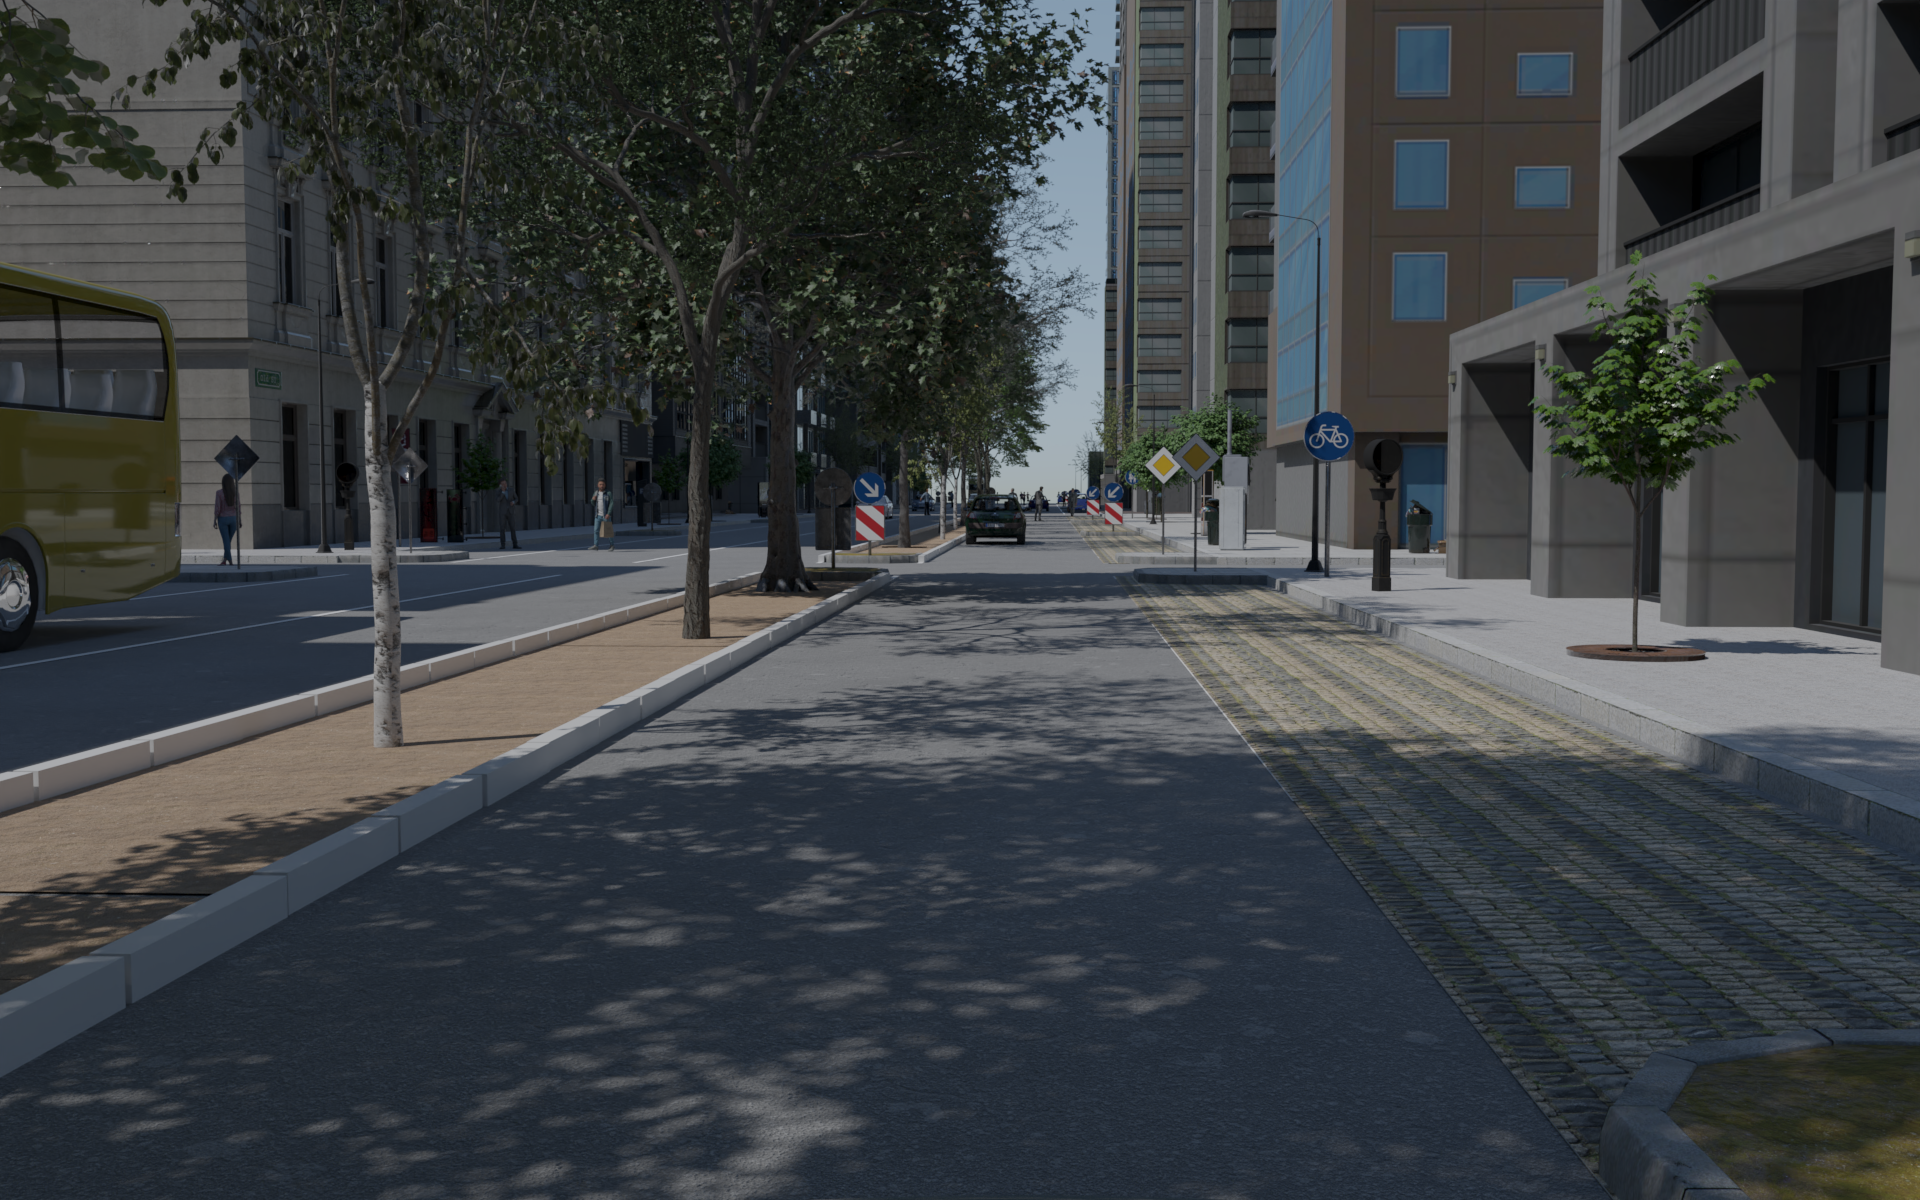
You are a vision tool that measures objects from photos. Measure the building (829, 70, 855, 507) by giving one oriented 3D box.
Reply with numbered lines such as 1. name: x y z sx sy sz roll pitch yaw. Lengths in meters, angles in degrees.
1. building: -19.993 -33.750 175.518 21.300 48.544 21.600 0 4 3

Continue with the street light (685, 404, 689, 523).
1. street light: -11.397 -6.325 75.963 1.470 5.913 1.316 0 4 3

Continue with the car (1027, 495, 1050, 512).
1. car: 6.527 -8.013 143.585 1.945 1.354 3.894 0 4 3

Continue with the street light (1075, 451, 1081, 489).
1. street light: 13.376 -13.162 187.740 1.470 5.913 1.316 0 4 3

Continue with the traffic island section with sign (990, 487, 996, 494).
1. traffic island section with sign: 1.948 -6.333 111.673 2.006 1.907 1.989 0 4 3

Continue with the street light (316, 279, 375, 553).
1. street light: -13.291 -3.972 37.485 1.470 5.913 1.316 0 4 3

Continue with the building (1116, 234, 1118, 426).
1. building: 23.310 -32.252 177.432 14.600 45.320 14.200 0 4 3

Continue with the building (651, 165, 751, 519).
1. building: -20.477 -18.452 95.196 14.314 27.812 24.014 0 4 3

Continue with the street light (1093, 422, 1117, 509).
1. street light: 9.497 -8.481 111.198 1.470 5.913 1.316 0 4 3

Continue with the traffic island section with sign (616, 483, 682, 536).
1. traffic island section with sign: -10.760 -3.152 60.159 1.989 1.847 2.006 0 4 3

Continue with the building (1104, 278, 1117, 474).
1. building: 26.222 -28.129 231.616 14.160 30.474 14.107 0 4 3

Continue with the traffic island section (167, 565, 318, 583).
1. traffic island section: -12.305 -0.442 29.506 2.009 0.180 2.903 0 4 3

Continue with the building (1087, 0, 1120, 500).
1. building: 30.307 -57.495 252.714 22.319 86.520 31.000 0 4 3

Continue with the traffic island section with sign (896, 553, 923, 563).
1. traffic island section with sign: -1.837 -1.743 36.629 2.006 1.907 1.989 0 4 3

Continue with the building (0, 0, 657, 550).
1. building: -23.127 -17.398 60.879 17.030 29.872 44.131 0 4 3

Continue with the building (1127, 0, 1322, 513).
1. building: 20.855 -30.111 142.418 14.600 45.320 14.200 0 4 3

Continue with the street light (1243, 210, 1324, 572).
1. street light: 5.324 -3.422 28.486 1.470 5.913 1.316 0 4 3

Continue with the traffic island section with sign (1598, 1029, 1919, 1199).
1. traffic island section with sign: 2.308 0.338 3.097 1.989 1.847 2.006 0 4 3

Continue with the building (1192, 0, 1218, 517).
1. building: 23.647 -33.869 95.754 21.231 58.520 28.212 0 4 3

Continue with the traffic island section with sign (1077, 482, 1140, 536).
1. traffic island section with sign: 5.144 -3.114 59.546 1.989 1.847 2.006 0 4 3

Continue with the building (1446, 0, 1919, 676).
1. building: 17.184 -35.204 13.843 20.563 71.187 20.611 0 4 3

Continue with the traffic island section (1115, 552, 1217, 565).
1. traffic island section: 4.318 -0.879 36.659 2.009 0.180 2.903 0 4 3

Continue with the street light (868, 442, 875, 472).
1. street light: -7.499 -11.012 152.593 1.470 5.913 1.316 0 4 3

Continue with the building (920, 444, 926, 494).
1. building: -16.347 -38.401 251.560 21.300 48.544 21.600 0 4 3

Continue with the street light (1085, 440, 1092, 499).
1. street light: 11.563 -10.840 149.779 1.470 5.913 1.316 0 4 3

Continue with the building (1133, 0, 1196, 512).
1. building: 19.910 -27.205 128.403 14.154 41.232 14.086 0 4 3

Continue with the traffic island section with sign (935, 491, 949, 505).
1. traffic island section with sign: -2.722 -12.878 219.185 1.989 1.847 2.006 0 4 3

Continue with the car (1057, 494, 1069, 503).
1. car: 15.078 -14.901 253.218 1.945 1.707 3.694 0 4 2

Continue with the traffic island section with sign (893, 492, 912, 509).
1. traffic island section with sign: -5.492 -9.523 164.335 1.989 1.847 2.006 0 4 3

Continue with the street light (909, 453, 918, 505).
1. street light: -5.176 -13.716 196.803 1.470 5.913 1.316 0 4 3

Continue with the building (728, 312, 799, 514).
1. building: -22.373 -41.846 122.441 20.563 71.187 20.611 0 4 3

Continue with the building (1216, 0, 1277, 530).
1. building: 16.867 -18.092 67.509 14.160 30.474 14.107 0 4 3

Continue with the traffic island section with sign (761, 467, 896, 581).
1. traffic island section with sign: -2.221 -1.290 29.232 2.006 1.907 1.989 0 4 3

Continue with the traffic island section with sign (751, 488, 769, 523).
1. traffic island section with sign: -9.396 -4.798 87.080 1.989 1.847 2.006 0 4 3

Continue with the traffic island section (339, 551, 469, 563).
1. traffic island section: -11.902 -0.930 37.481 2.009 0.180 2.903 0 4 3

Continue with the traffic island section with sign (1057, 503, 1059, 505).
1. traffic island section with sign: 10.414 -9.474 163.525 1.989 1.847 2.006 0 4 3

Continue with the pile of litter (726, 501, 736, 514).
1. pile of litter: -14.881 -5.881 110.112 1.176 0.858 1.719 -2 4 -34

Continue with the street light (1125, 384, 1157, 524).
1. street light: 7.650 -6.159 73.239 1.470 5.913 1.316 0 4 3

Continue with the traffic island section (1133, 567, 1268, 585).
1. traffic island section: 3.915 -0.392 28.684 2.009 0.180 2.903 0 4 3

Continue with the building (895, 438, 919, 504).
1. building: -16.844 -41.859 226.390 21.231 58.520 28.212 0 4 3

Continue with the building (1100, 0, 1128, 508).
1. building: 27.913 -47.353 212.470 20.563 71.187 20.611 0 4 3

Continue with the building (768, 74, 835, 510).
1. building: -22.905 -32.418 149.638 23.786 49.044 30.456 0 4 3

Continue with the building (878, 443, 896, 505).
1. building: -15.200 -26.524 205.364 14.160 30.474 14.107 0 4 3

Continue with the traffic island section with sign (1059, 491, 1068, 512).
1. traffic island section with sign: 9.046 -7.827 136.604 1.989 1.847 2.006 0 4 3

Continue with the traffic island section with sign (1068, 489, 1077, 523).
1. traffic island section with sign: 6.511 -4.761 86.467 1.989 1.847 2.006 0 4 3

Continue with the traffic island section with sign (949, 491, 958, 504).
1. traffic island section with sign: -1.361 -14.525 246.106 1.989 1.847 2.006 0 4 3

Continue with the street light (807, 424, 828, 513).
1. street light: -9.449 -8.691 114.639 1.470 5.913 1.316 0 4 3

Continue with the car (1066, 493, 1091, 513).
1. car: 9.121 -7.547 132.979 1.945 1.707 3.694 0 4 3

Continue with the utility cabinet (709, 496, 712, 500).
1. utility cabinet: -12.803 -4.568 85.848 1.020 1.237 0.306 -2 4 -29

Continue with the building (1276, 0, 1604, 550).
1. building: 16.089 -24.134 44.709 14.200 45.320 14.600 0 4 3
